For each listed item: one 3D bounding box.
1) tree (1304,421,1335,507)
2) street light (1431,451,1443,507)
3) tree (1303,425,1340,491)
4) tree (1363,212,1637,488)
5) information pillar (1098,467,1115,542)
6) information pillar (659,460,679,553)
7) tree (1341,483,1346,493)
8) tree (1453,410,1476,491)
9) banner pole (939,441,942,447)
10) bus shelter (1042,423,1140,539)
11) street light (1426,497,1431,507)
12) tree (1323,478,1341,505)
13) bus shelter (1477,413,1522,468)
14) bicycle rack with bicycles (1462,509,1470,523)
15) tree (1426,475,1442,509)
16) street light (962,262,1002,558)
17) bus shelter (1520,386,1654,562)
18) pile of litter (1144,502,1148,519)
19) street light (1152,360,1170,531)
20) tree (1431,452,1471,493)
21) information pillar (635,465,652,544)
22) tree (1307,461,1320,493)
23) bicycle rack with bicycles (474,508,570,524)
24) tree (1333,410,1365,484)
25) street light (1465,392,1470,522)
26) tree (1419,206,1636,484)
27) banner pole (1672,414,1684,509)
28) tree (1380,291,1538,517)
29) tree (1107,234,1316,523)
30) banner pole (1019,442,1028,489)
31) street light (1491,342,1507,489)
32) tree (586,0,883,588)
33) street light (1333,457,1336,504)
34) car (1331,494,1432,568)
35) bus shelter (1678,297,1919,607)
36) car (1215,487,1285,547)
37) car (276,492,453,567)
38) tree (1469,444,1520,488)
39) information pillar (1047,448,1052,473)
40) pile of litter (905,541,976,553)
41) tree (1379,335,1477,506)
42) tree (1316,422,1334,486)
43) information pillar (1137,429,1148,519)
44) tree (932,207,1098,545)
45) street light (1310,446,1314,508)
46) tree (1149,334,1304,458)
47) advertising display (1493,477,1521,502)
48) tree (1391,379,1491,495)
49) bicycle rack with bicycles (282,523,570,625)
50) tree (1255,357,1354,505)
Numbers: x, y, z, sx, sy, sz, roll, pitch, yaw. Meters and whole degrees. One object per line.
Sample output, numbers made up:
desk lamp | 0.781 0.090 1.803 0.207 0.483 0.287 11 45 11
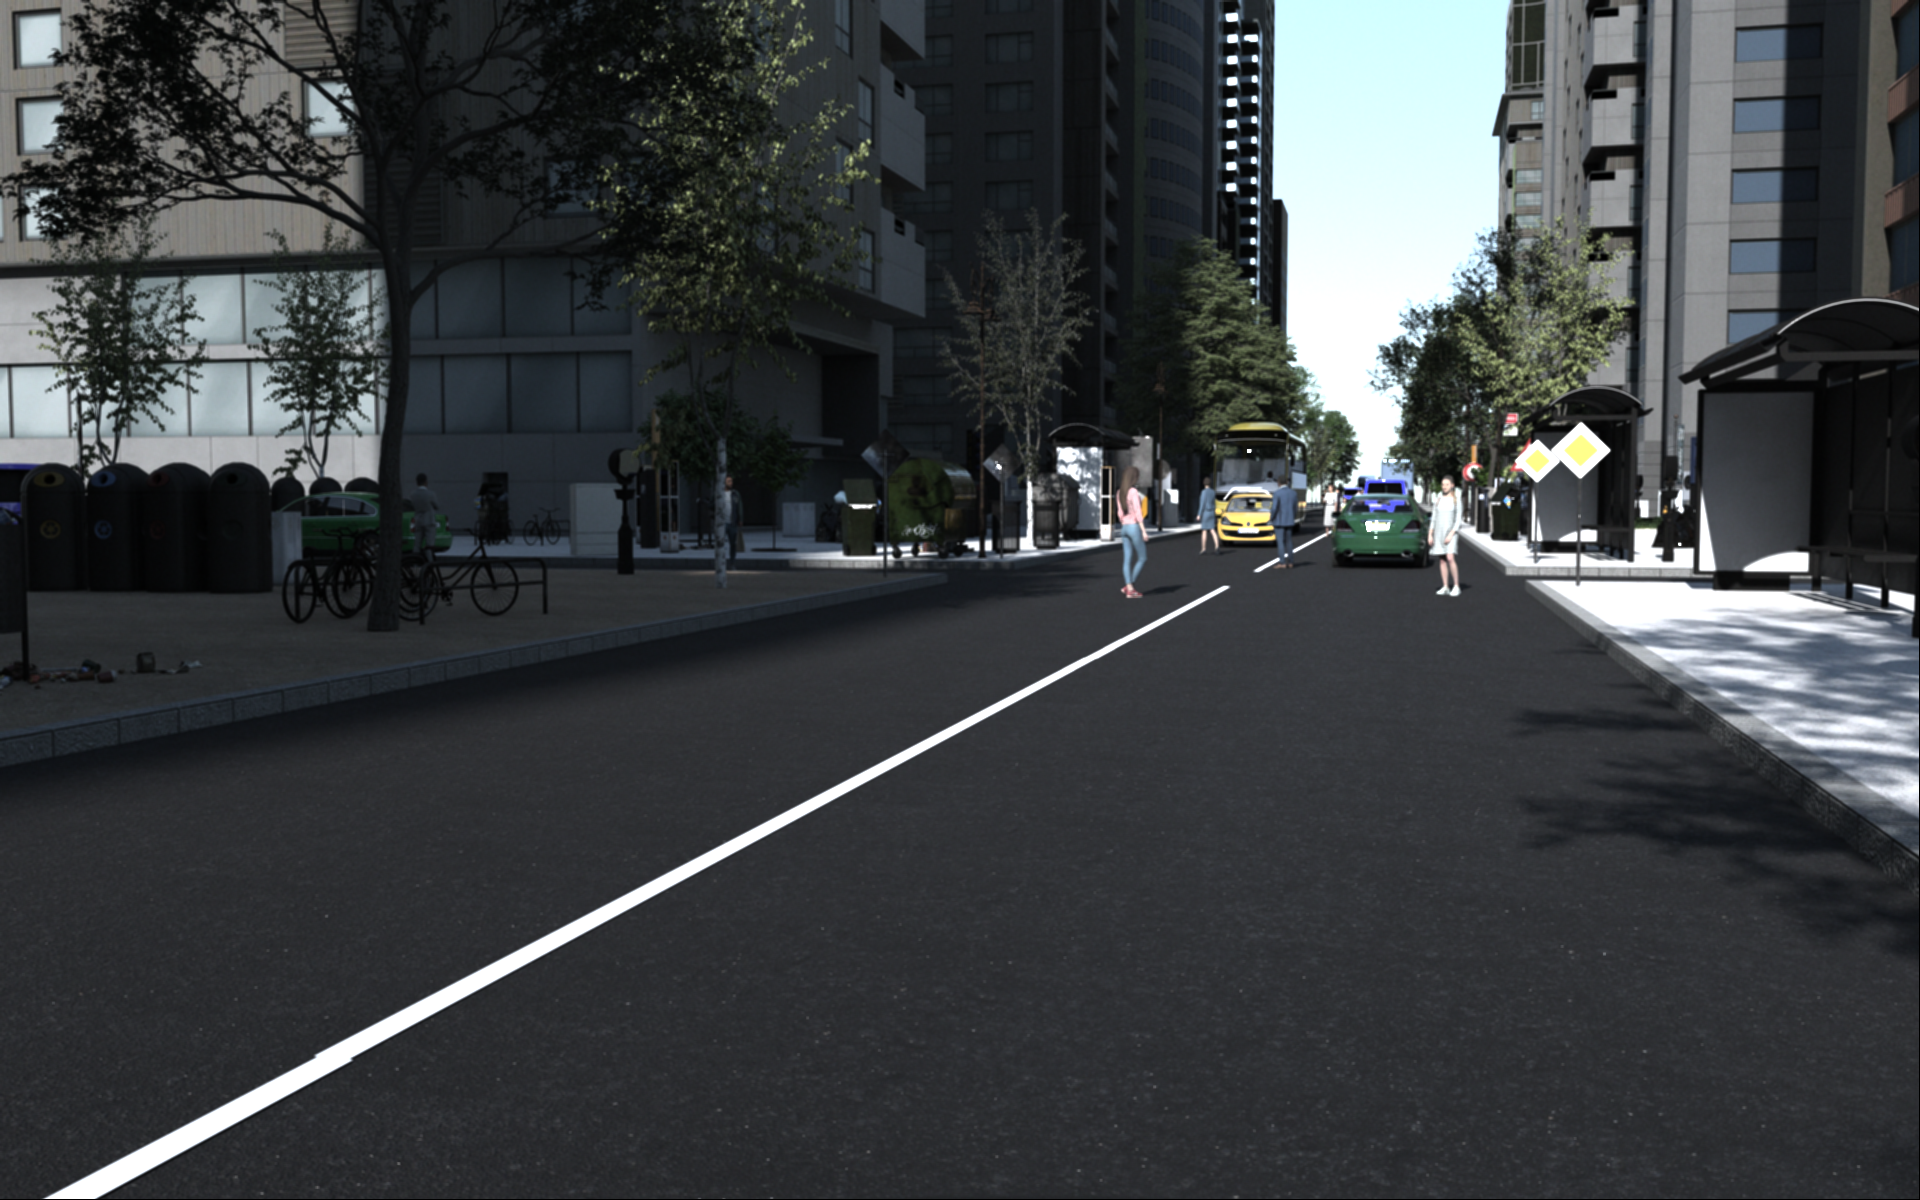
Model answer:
tree | 35.741 -13.695 174.270 4.360 8.622 3.978 0 3 0
street light | 41.820 -10.959 151.968 0.468 5.910 1.993 1 4 14
tree | 37.595 -14.151 181.731 4.737 8.622 4.395 0 3 0
tree | 17.889 -7.577 58.295 8.767 10.594 7.601 0 4 4
information pillar | 3.982 -2.579 46.658 0.304 2.012 0.304 2 4 29
information pillar | -6.329 -2.031 37.695 0.304 2.012 0.304 2 4 33
tree | 55.274 -15.747 252.067 1.663 3.219 1.824 0 3 0
tree | 38.917 -11.328 135.573 4.360 8.622 3.978 0 3 0
banner pole | -1.022 -5.590 81.418 0.401 3.779 0.863 2 4 26
bus shelter | 4.007 -3.555 52.041 2.014 3.302 5.546 1 4 14
street light | 48.403 -12.539 177.795 0.468 5.910 1.993 1 4 14
tree | 44.785 -13.158 209.733 1.663 3.219 1.824 0 3 0
bus shelter | 25.850 -6.466 83.345 2.179 5.291 8.768 1 4 14
bicycle rack with bicycles | 23.433 -3.807 75.630 2.925 0.926 2.852 1 4 11
tree | 40.656 -9.378 147.927 1.663 3.219 1.824 0 3 0
street light | 0.447 -3.784 34.655 0.468 5.910 1.993 1 4 14
bus shelter | 12.541 -2.515 35.049 2.014 3.302 5.546 1 4 14
pile of litter | 9.762 -4.674 90.387 1.719 0.858 1.176 1 4 12
street light | 6.969 -5.341 60.111 0.468 5.910 1.993 1 4 14
tree | 30.805 -7.568 107.450 4.285 4.588 4.351 0 3 0
information pillar | -8.105 -2.440 44.393 0.304 2.012 0.304 2 4 29
tree | 28.352 -9.868 145.052 4.285 4.588 4.351 0 3 0
bicycle rack with bicycles | -11.236 -1.862 43.822 2.852 0.926 2.925 1 4 11
tree | 50.595 -19.250 232.857 7.486 12.596 7.792 0 3 0
street light | 22.880 -6.445 78.158 0.468 5.910 1.993 1 4 14
tree | 15.165 -5.757 44.497 4.737 8.622 4.395 0 3 0
banner pole | 22.659 -3.955 54.674 0.863 3.779 0.401 -3 5 -44
tree | 28.251 -10.960 96.212 9.611 12.733 9.660 0 3 0
tree | 10.521 -9.659 76.059 7.486 12.596 7.792 0 3 0
banner pole | 3.031 -5.704 83.274 0.863 3.779 0.401 -3 5 -42
street light | 16.382 -4.884 52.649 0.468 5.910 1.993 1 4 14
tree | -3.213 -4.487 23.731 4.737 8.622 4.395 0 3 0
street light | 46.639 -14.832 215.292 0.468 5.910 1.993 1 4 14
car | 8.574 -1.428 35.144 2.131 1.459 4.920 1 4 16
bus shelter | 9.957 -1.624 20.478 2.014 3.302 5.546 1 4 14
car | 8.116 -2.308 47.956 2.015 1.641 3.980 1 4 13
car | -12.670 -1.602 34.990 4.718 1.807 1.959 1 4 12
tree | 20.035 -4.346 65.659 1.663 3.219 1.824 0 3 0
information pillar | 4.558 -5.864 87.225 0.504 3.616 0.183 3 5 41
pile of litter | -0.404 -1.485 38.248 1.176 0.858 1.719 -3 4 -38
tree | 52.507 -20.300 187.799 12.611 20.169 13.585 0 3 0
tree | 17.302 -11.323 103.257 7.486 12.596 7.792 0 3 0
information pillar | 6.549 -4.336 62.242 0.504 3.616 0.183 -3 5 -43
tree | 1.555 -5.709 43.700 4.360 8.622 3.978 0 3 0
street light | 32.750 -11.513 161.020 0.468 5.910 1.993 1 4 14
tree | 14.527 -9.707 93.115 8.767 10.594 7.601 -1 4 -21
advertising display | 20.134 -3.580 63.748 0.974 1.923 0.123 0 4 8
tree | 45.706 -15.485 163.547 12.009 13.543 11.850 0 3 0
bicycle rack with bicycles | -5.828 -0.289 18.101 2.852 0.926 2.925 2 4 30
tree | 23.700 -12.415 128.747 9.928 11.665 9.643 0 3 0
